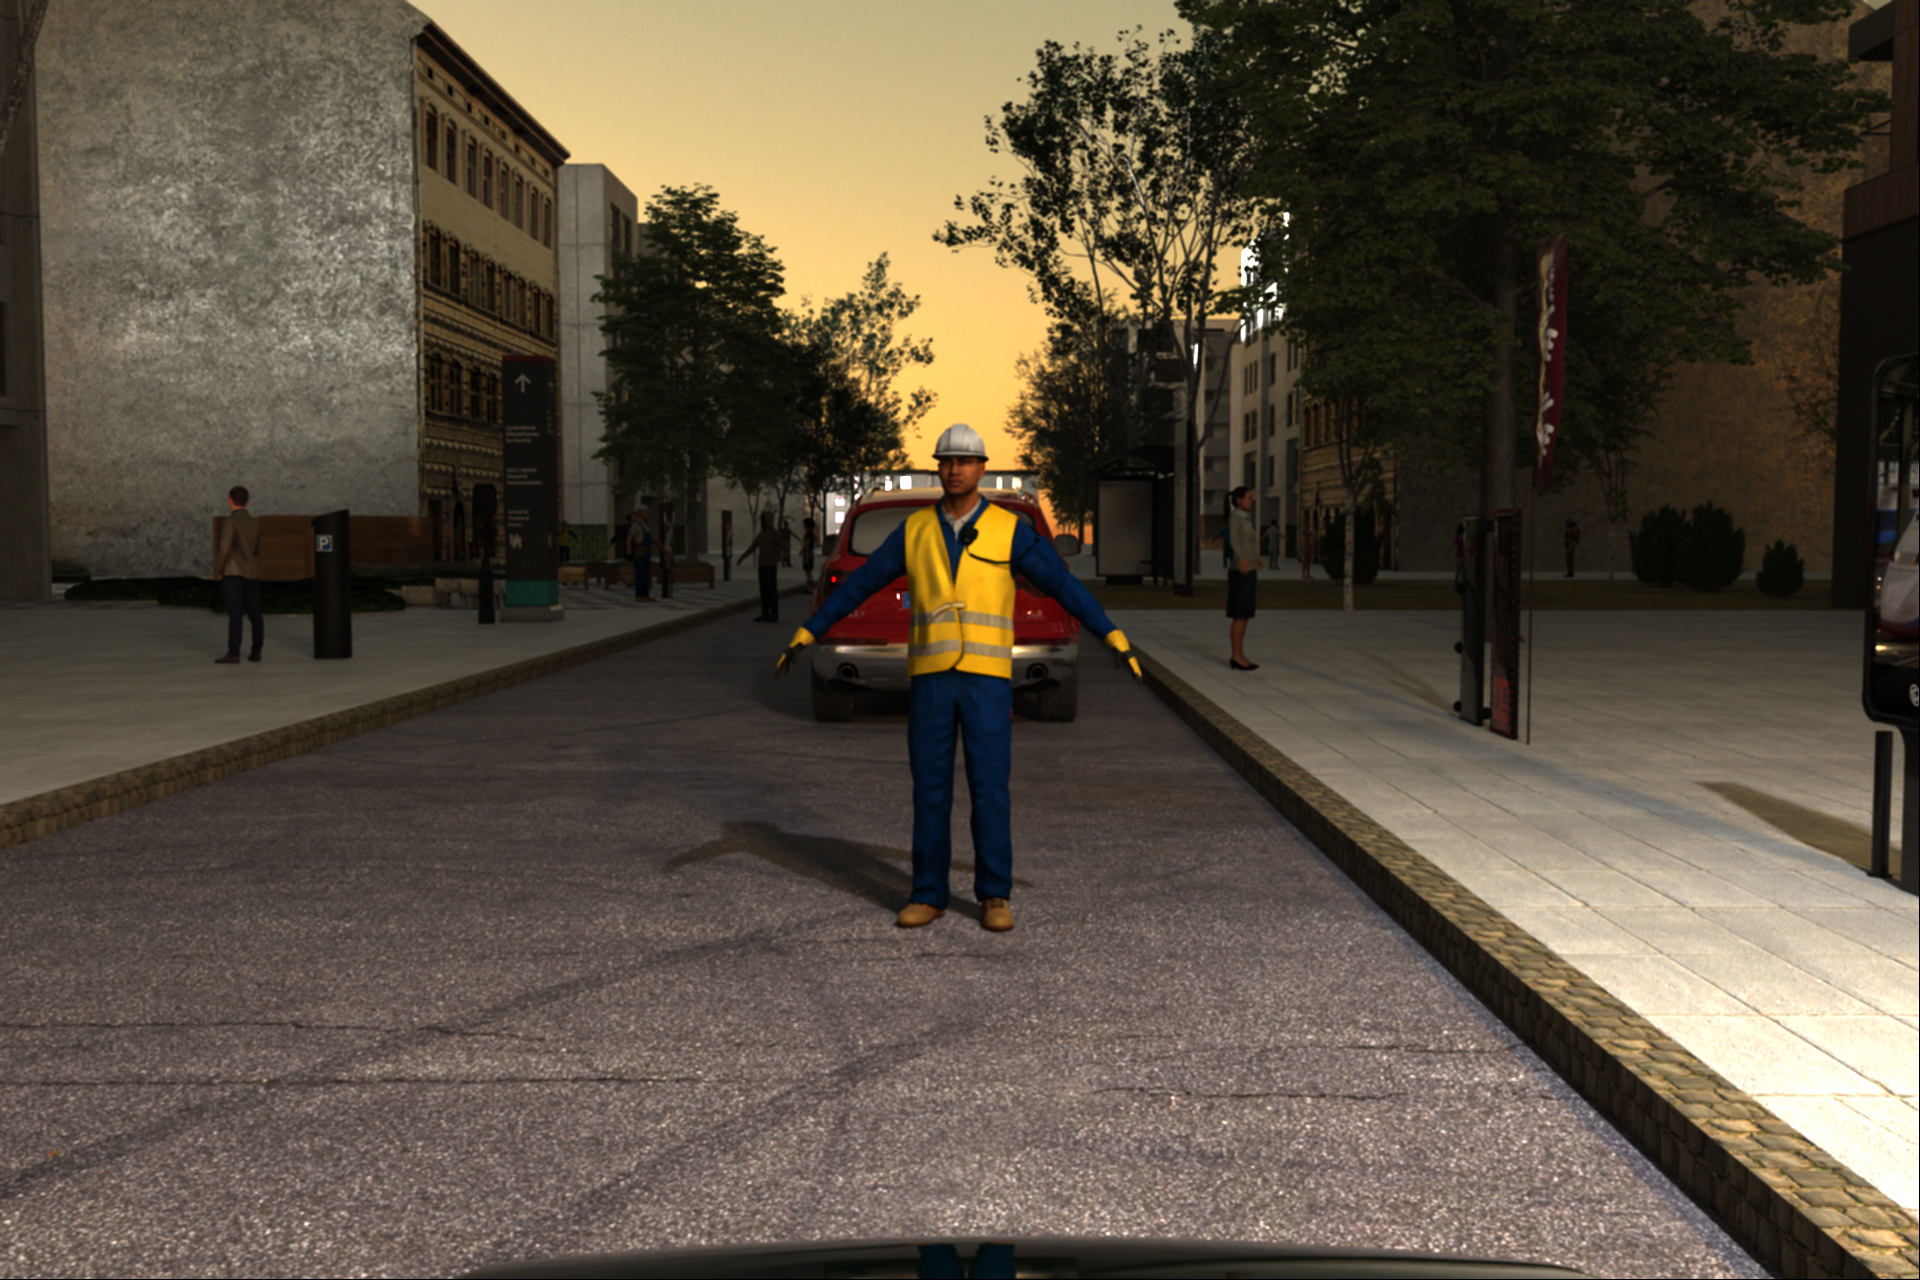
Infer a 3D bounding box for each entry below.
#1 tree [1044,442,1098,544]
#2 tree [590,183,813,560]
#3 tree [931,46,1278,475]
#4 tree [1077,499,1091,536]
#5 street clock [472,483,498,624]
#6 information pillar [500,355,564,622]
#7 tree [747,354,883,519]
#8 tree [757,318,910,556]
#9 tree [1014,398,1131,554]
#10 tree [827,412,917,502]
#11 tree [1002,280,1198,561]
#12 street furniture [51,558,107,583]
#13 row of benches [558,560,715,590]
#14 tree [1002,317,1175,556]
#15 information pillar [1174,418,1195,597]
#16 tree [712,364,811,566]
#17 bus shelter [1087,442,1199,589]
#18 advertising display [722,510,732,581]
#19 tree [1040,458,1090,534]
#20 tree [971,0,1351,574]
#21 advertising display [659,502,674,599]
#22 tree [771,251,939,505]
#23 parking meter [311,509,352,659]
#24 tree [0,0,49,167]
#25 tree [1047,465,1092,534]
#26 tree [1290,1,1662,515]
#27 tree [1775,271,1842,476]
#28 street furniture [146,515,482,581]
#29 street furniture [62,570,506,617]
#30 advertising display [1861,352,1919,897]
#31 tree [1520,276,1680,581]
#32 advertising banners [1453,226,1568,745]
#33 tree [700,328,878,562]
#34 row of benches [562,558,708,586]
[{"bbox_3d":[15.611,-19.192,220.438,9.857,13.997,8.962,0,3,0],"label":"tree"},{"bbox_3d":[-8.466,-8.478,56.734,7.486,12.596,7.792,0,3,0],"label":"tree"},{"bbox_3d":[5.757,-12.998,68.406,12.611,20.169,13.585,0,3,0],"label":"tree"},{"bbox_3d":[16.015,-16.940,227.328,4.737,8.622,4.395,0,3,0],"label":"tree"},{"bbox_3d":[-6.780,-1.234,24.754,0.358,2.002,0.471,0,4,1],"label":"street clock"},{"bbox_3d":[-6.299,-2.204,25.420,0.750,3.857,0.750,0,4,1],"label":"information pillar"},{"bbox_3d":[-7.769,-9.437,88.711,8.767,10.594,7.601,1,4,10],"label":"tree"},{"bbox_3d":[-7.916,-11.579,99.683,12.009,13.543,11.850,0,3,0],"label":"tree"},{"bbox_3d":[7.623,-10.780,110.668,8.767,10.594,7.601,0,4,1],"label":"tree"},{"bbox_3d":[-7.040,-12.872,136.207,9.928,11.665,9.643,0,3,0],"label":"tree"},{"bbox_3d":[7.001,-10.620,84.005,12.009,13.543,11.850,0,3,0],"label":"tree"},{"bbox_3d":[-26.784,-2.472,47.269,9.812,1.723,11.010,-3,4,-39],"label":"street furniture"},{"bbox_3d":[-7.607,-1.510,40.148,4.104,0.672,1.422,-1,4,-14],"label":"row of benches"},{"bbox_3d":[7.635,-11.557,99.323,12.009,13.543,11.850,0,3,0],"label":"tree"},{"bbox_3d":[4.659,-2.735,36.031,0.184,3.620,1.656,0,4,-1],"label":"information pillar"},{"bbox_3d":[-8.335,-7.301,69.732,4.360,8.622,3.978,0,3,0],"label":"tree"},{"bbox_3d":[4.246,-2.884,41.072,2.014,3.302,5.546,0,4,-1],"label":"bus shelter"},{"bbox_3d":[-6.380,-2.582,47.429,0.123,1.923,0.974,0,4,2],"label":"advertising display"},{"bbox_3d":[7.865,-10.781,126.636,4.737,8.622,4.395,0,3,0],"label":"tree"},{"bbox_3d":[6.728,-12.066,53.173,12.611,20.169,13.585,0,3,0],"label":"tree"},{"bbox_3d":[-5.891,-1.808,34.781,0.123,1.923,0.974,0,4,1],"label":"advertising display"},{"bbox_3d":[-7.204,-16.026,117.907,12.611,20.169,13.585,0,3,0],"label":"tree"},{"bbox_3d":[-6.493,-0.580,17.896,0.372,1.533,0.369,0,3,0],"label":"parking meter"},{"bbox_3d":[-8.657,-9.667,13.948,12.611,20.169,13.585,0,3,0],"label":"tree"},{"bbox_3d":[7.759,-11.137,132.456,4.360,8.622,3.978,0,3,0],"label":"tree"},{"bbox_3d":[10.747,-7.199,35.823,7.486,12.596,7.792,0,3,0],"label":"tree"},{"bbox_3d":[24.799,-5.932,47.355,4.360,8.622,3.978,0,3,0],"label":"tree"},{"bbox_3d":[-14.957,-2.261,43.820,9.812,1.723,11.010,1,4,11],"label":"street furniture"},{"bbox_3d":[-12.176,-0.969,31.465,5.734,0.657,10.072,-3,5,-40],"label":"street furniture"},{"bbox_3d":[3.439,-0.049,6.008,0.123,1.923,0.974,0,4,1],"label":"advertising display"},{"bbox_3d":[17.726,-5.938,47.444,4.737,8.622,4.395,0,3,0],"label":"tree"},{"bbox_3d":[3.464,-0.904,10.966,0.090,3.025,2.074,0,4,1],"label":"advertising banners"},{"bbox_3d":[-8.246,-8.850,79.116,8.767,10.594,7.601,-2,4,-24],"label":"tree"},{"bbox_3d":[-8.275,-1.790,44.733,4.104,0.672,1.422,-3,5,-41],"label":"row of benches"}]
